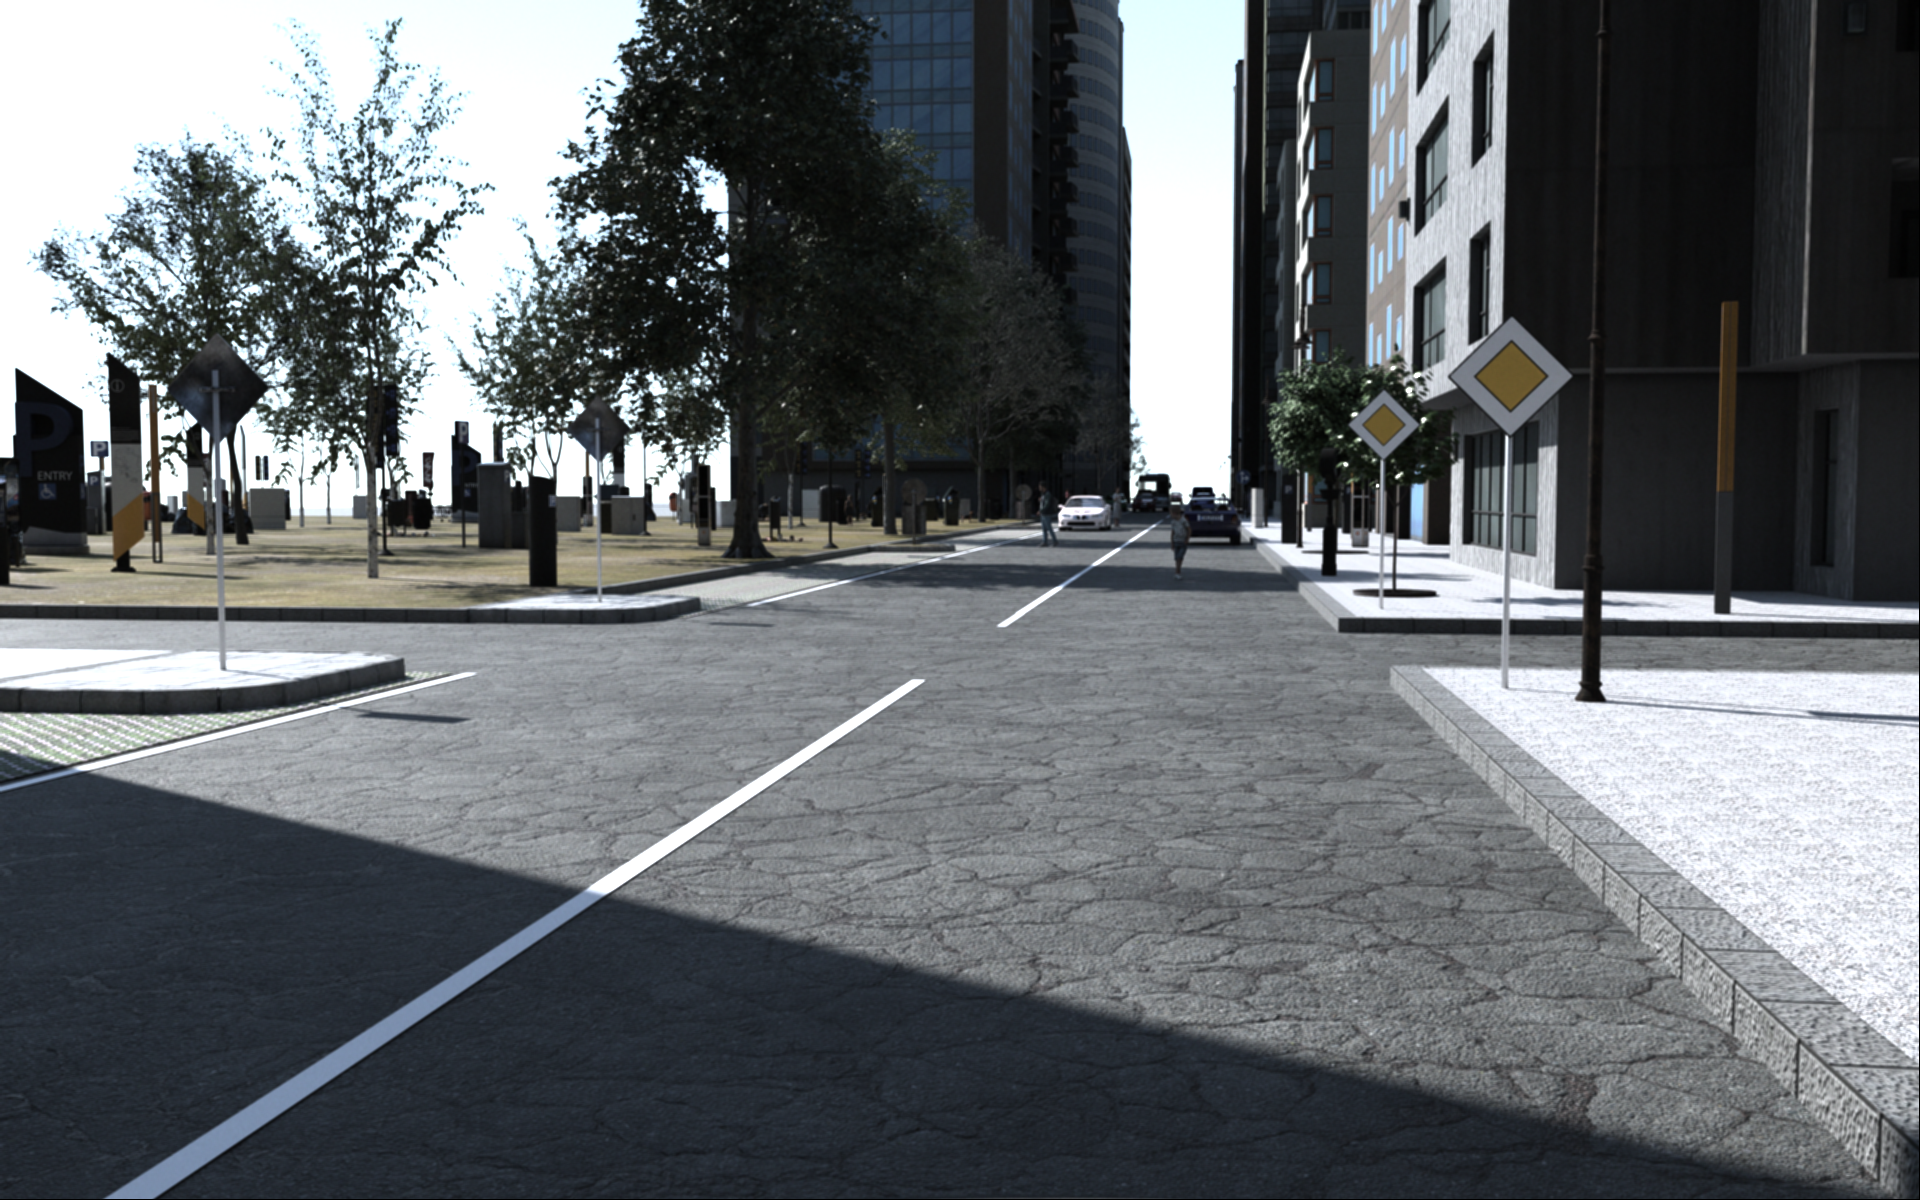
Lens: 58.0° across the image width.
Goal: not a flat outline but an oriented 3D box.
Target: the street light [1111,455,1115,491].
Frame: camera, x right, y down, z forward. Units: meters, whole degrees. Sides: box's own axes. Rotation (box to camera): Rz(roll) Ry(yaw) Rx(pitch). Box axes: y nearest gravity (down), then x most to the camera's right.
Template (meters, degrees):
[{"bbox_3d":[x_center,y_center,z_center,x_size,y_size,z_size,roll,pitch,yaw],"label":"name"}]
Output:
[{"bbox_3d":[15.914,-12.662,179.814,0.468,5.910,1.993,0,4,8],"label":"street light"}]

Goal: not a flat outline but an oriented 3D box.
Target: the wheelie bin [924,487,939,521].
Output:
[{"bbox_3d":[-1.386,-4.588,82.928,0.980,1.594,0.693,1,4,16],"label":"wheelie bin"}]

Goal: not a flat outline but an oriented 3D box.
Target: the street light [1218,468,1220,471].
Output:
[{"bbox_3d":[34.005,-15.464,225.616,0.468,5.910,1.993,0,4,8],"label":"street light"}]

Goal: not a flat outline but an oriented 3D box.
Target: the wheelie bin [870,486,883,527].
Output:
[{"bbox_3d":[-3.132,-3.678,68.041,0.693,1.594,0.980,1,4,10],"label":"wheelie bin"}]

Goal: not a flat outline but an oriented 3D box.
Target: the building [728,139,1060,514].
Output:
[{"bbox_3d":[-3.541,-41.698,120.014,20.563,71.187,20.611,0,4,8],"label":"building"}]

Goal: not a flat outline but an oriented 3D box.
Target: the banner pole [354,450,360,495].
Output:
[{"bbox_3d":[-34.189,-6.621,98.262,0.401,3.779,0.863,-3,5,-40],"label":"banner pole"}]

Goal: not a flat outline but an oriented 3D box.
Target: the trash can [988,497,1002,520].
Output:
[{"bbox_3d":[1.717,-4.546,85.980,0.748,1.137,0.748,0,3,0],"label":"trash can"}]

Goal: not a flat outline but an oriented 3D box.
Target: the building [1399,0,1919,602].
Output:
[{"bbox_3d":[14.335,-15.471,24.658,14.107,30.474,14.160,0,4,8],"label":"building"}]

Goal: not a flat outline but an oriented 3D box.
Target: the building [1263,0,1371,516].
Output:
[{"bbox_3d":[34.639,-25.207,104.015,32.217,40.220,23.993,0,4,8],"label":"building"}]

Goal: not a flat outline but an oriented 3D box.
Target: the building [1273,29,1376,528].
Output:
[{"bbox_3d":[28.739,-14.208,77.347,27.650,21.520,28.899,0,4,8],"label":"building"}]

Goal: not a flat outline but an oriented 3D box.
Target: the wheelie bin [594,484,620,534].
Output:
[{"bbox_3d":[-11.442,-2.966,56.408,0.980,1.594,0.693,0,4,3],"label":"wheelie bin"}]

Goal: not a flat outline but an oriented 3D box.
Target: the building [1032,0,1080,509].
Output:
[{"bbox_3d":[-1.555,-30.048,145.912,22.147,44.769,28.867,0,4,8],"label":"building"}]

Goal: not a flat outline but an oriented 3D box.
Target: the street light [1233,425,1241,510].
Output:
[{"bbox_3d":[18.806,-8.806,116.767,0.468,5.910,1.993,0,4,8],"label":"street light"}]

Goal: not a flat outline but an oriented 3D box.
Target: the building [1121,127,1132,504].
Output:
[{"bbox_3d":[10.555,-36.440,219.500,21.300,48.544,21.600,0,4,8],"label":"building"}]

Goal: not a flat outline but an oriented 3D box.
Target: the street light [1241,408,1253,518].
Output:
[{"bbox_3d":[15.439,-7.344,92.868,0.468,5.910,1.993,0,4,8],"label":"street light"}]

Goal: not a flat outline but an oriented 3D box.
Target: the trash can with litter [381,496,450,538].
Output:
[{"bbox_3d":[-16.581,-2.522,52.284,1.678,1.210,2.233,2,4,31],"label":"trash can with litter"}]

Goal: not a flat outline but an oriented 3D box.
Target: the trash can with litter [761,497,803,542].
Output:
[{"bbox_3d":[-4.772,-2.205,47.117,1.678,1.210,2.233,1,4,18],"label":"trash can with litter"}]

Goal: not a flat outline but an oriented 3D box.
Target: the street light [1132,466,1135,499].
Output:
[{"bbox_3d":[23.259,-15.841,231.787,0.468,5.910,1.993,0,4,8],"label":"street light"}]

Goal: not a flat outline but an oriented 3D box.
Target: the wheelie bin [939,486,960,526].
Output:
[{"bbox_3d":[-0.341,-3.845,70.770,0.693,1.594,0.980,-1,4,-11],"label":"wheelie bin"}]

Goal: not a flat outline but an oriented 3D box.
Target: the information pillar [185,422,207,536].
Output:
[{"bbox_3d":[-23.569,-3.795,53.401,0.504,3.616,0.183,-3,4,-37],"label":"information pillar"}]

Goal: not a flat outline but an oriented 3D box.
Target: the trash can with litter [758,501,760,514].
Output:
[{"bbox_3d":[-10.641,-4.896,91.443,1.055,1.170,0.624,1,4,16],"label":"trash can with litter"}]

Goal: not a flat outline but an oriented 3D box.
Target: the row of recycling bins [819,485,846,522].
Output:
[{"bbox_3d":[-5.932,-4.528,81.145,1.069,1.692,3.534,0,4,5],"label":"row of recycling bins"}]

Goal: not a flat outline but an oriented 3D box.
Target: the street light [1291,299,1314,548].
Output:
[{"bbox_3d":[8.140,-4.191,41.318,0.468,5.910,1.993,0,4,8],"label":"street light"}]

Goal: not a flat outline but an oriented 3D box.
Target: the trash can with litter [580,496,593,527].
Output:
[{"bbox_3d":[-15.001,-3.483,68.005,1.678,1.210,2.233,-1,4,-17],"label":"trash can with litter"}]

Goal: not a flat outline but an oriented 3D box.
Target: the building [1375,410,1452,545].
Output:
[{"bbox_3d":[19.245,-24.346,48.164,14.600,45.320,14.200,0,4,8],"label":"building"}]

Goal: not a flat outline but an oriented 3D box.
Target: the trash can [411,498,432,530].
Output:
[{"bbox_3d":[-19.541,-3.133,62.871,0.748,1.137,0.748,0,3,0],"label":"trash can"}]

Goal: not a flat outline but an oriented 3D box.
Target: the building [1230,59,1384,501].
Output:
[{"bbox_3d":[47.546,-42.392,235.111,21.231,58.520,28.212,0,4,8],"label":"building"}]

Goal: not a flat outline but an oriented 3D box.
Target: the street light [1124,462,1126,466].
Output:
[{"bbox_3d":[19.592,-14.241,205.629,0.468,5.910,1.993,0,4,8],"label":"street light"}]

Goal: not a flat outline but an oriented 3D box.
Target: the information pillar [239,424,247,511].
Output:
[{"bbox_3d":[-24.038,-4.083,58.108,0.183,3.616,0.504,-2,4,-34],"label":"information pillar"}]

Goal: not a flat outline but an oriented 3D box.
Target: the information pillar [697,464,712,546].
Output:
[{"bbox_3d":[-6.341,-2.353,42.969,0.304,2.012,0.304,0,4,-1],"label":"information pillar"}]

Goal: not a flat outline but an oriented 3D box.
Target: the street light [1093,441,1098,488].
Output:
[{"bbox_3d":[11.721,-10.787,149.151,0.468,5.910,1.993,0,4,8],"label":"street light"}]

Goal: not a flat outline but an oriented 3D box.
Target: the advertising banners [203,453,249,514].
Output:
[{"bbox_3d":[-31.101,-4.708,73.158,2.074,3.025,0.090,0,4,2],"label":"advertising banners"}]

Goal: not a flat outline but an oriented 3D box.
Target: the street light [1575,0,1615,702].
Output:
[{"bbox_3d":[3.914,-2.311,10.575,0.468,5.910,1.993,0,4,8],"label":"street light"}]

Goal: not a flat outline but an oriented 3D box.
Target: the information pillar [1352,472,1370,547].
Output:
[{"bbox_3d":[9.678,-2.283,41.816,0.304,2.012,0.304,3,5,41],"label":"information pillar"}]

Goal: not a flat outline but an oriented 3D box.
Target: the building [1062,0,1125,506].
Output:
[{"bbox_3d":[7.080,-39.913,194.579,21.231,58.520,28.212,0,4,8],"label":"building"}]

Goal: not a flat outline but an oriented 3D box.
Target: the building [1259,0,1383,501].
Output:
[{"bbox_3d":[28.779,-26.966,124.488,14.154,41.232,14.086,0,4,8],"label":"building"}]

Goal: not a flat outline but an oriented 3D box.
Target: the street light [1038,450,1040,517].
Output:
[{"bbox_3d":[4.465,-7.602,97.080,0.468,5.910,1.993,0,4,8],"label":"street light"}]

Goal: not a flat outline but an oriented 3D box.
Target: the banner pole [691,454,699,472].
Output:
[{"bbox_3d":[-14.620,-6.448,95.438,0.401,3.779,0.863,2,4,34],"label":"banner pole"}]

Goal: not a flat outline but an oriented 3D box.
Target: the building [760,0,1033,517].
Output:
[{"bbox_3d":[-3.245,-27.713,103.221,14.600,45.320,14.200,0,4,8],"label":"building"}]

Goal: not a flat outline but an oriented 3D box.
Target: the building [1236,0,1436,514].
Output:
[{"bbox_3d":[29.666,-29.870,138.493,14.600,45.320,14.200,0,4,8],"label":"building"}]

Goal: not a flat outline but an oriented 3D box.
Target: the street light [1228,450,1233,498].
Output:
[{"bbox_3d":[22.509,-10.382,142.535,0.468,5.910,1.993,0,4,8],"label":"street light"}]

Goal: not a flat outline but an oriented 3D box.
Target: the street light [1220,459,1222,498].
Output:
[{"bbox_3d":[30.519,-13.886,199.818,0.468,5.910,1.993,0,4,8],"label":"street light"}]

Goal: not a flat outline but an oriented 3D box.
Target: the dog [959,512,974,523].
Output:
[{"bbox_3d":[0.288,-3.679,76.986,0.540,0.507,0.406,-3,5,-39],"label":"dog"}]

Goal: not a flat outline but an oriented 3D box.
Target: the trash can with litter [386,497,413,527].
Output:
[{"bbox_3d":[-21.868,-3.434,67.540,1.055,1.170,0.624,-2,4,-31],"label":"trash can with litter"}]

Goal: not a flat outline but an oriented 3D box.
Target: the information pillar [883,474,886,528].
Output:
[{"bbox_3d":[-2.633,-3.638,63.973,0.304,2.012,0.304,-2,4,-29],"label":"information pillar"}]

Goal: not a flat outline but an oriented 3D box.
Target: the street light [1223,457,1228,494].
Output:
[{"bbox_3d":[26.114,-11.959,168.316,0.468,5.910,1.993,0,4,8],"label":"street light"}]

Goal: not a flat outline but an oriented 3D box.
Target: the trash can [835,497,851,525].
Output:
[{"bbox_3d":[-4.866,-3.728,72.606,0.748,1.137,0.748,0,3,0],"label":"trash can"}]

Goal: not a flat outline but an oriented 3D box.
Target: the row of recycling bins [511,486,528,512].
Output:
[{"bbox_3d":[-22.068,-4.989,88.689,3.534,1.692,1.069,3,5,41],"label":"row of recycling bins"}]

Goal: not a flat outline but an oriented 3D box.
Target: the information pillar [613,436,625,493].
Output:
[{"bbox_3d":[-13.646,-4.774,69.407,0.504,3.616,0.183,1,4,13],"label":"information pillar"}]

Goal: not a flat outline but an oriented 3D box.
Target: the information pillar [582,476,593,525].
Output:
[{"bbox_3d":[-15.153,-4.037,70.505,0.304,2.012,0.304,3,5,40],"label":"information pillar"}]

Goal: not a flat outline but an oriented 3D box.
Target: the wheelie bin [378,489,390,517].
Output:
[{"bbox_3d":[-32.526,-5.533,98.367,0.980,1.594,0.693,-2,4,-30],"label":"wheelie bin"}]

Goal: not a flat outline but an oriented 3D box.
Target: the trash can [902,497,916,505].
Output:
[{"bbox_3d":[-2.456,-4.427,84.041,0.748,1.137,0.748,0,3,0],"label":"trash can"}]

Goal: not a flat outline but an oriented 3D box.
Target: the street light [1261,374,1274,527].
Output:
[{"bbox_3d":[11.882,-5.767,67.081,0.468,5.910,1.993,0,4,8],"label":"street light"}]

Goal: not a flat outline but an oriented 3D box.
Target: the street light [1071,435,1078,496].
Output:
[{"bbox_3d":[8.091,-9.203,123.261,0.468,5.910,1.993,0,4,8],"label":"street light"}]

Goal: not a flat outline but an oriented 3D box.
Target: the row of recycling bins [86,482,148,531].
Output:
[{"bbox_3d":[-29.886,-3.243,60.140,1.069,1.692,3.534,2,4,30],"label":"row of recycling bins"}]

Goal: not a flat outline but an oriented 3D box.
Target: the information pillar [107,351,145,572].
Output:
[{"bbox_3d":[-13.756,-2.275,28.555,0.504,3.616,0.183,-1,4,-12],"label":"information pillar"}]
